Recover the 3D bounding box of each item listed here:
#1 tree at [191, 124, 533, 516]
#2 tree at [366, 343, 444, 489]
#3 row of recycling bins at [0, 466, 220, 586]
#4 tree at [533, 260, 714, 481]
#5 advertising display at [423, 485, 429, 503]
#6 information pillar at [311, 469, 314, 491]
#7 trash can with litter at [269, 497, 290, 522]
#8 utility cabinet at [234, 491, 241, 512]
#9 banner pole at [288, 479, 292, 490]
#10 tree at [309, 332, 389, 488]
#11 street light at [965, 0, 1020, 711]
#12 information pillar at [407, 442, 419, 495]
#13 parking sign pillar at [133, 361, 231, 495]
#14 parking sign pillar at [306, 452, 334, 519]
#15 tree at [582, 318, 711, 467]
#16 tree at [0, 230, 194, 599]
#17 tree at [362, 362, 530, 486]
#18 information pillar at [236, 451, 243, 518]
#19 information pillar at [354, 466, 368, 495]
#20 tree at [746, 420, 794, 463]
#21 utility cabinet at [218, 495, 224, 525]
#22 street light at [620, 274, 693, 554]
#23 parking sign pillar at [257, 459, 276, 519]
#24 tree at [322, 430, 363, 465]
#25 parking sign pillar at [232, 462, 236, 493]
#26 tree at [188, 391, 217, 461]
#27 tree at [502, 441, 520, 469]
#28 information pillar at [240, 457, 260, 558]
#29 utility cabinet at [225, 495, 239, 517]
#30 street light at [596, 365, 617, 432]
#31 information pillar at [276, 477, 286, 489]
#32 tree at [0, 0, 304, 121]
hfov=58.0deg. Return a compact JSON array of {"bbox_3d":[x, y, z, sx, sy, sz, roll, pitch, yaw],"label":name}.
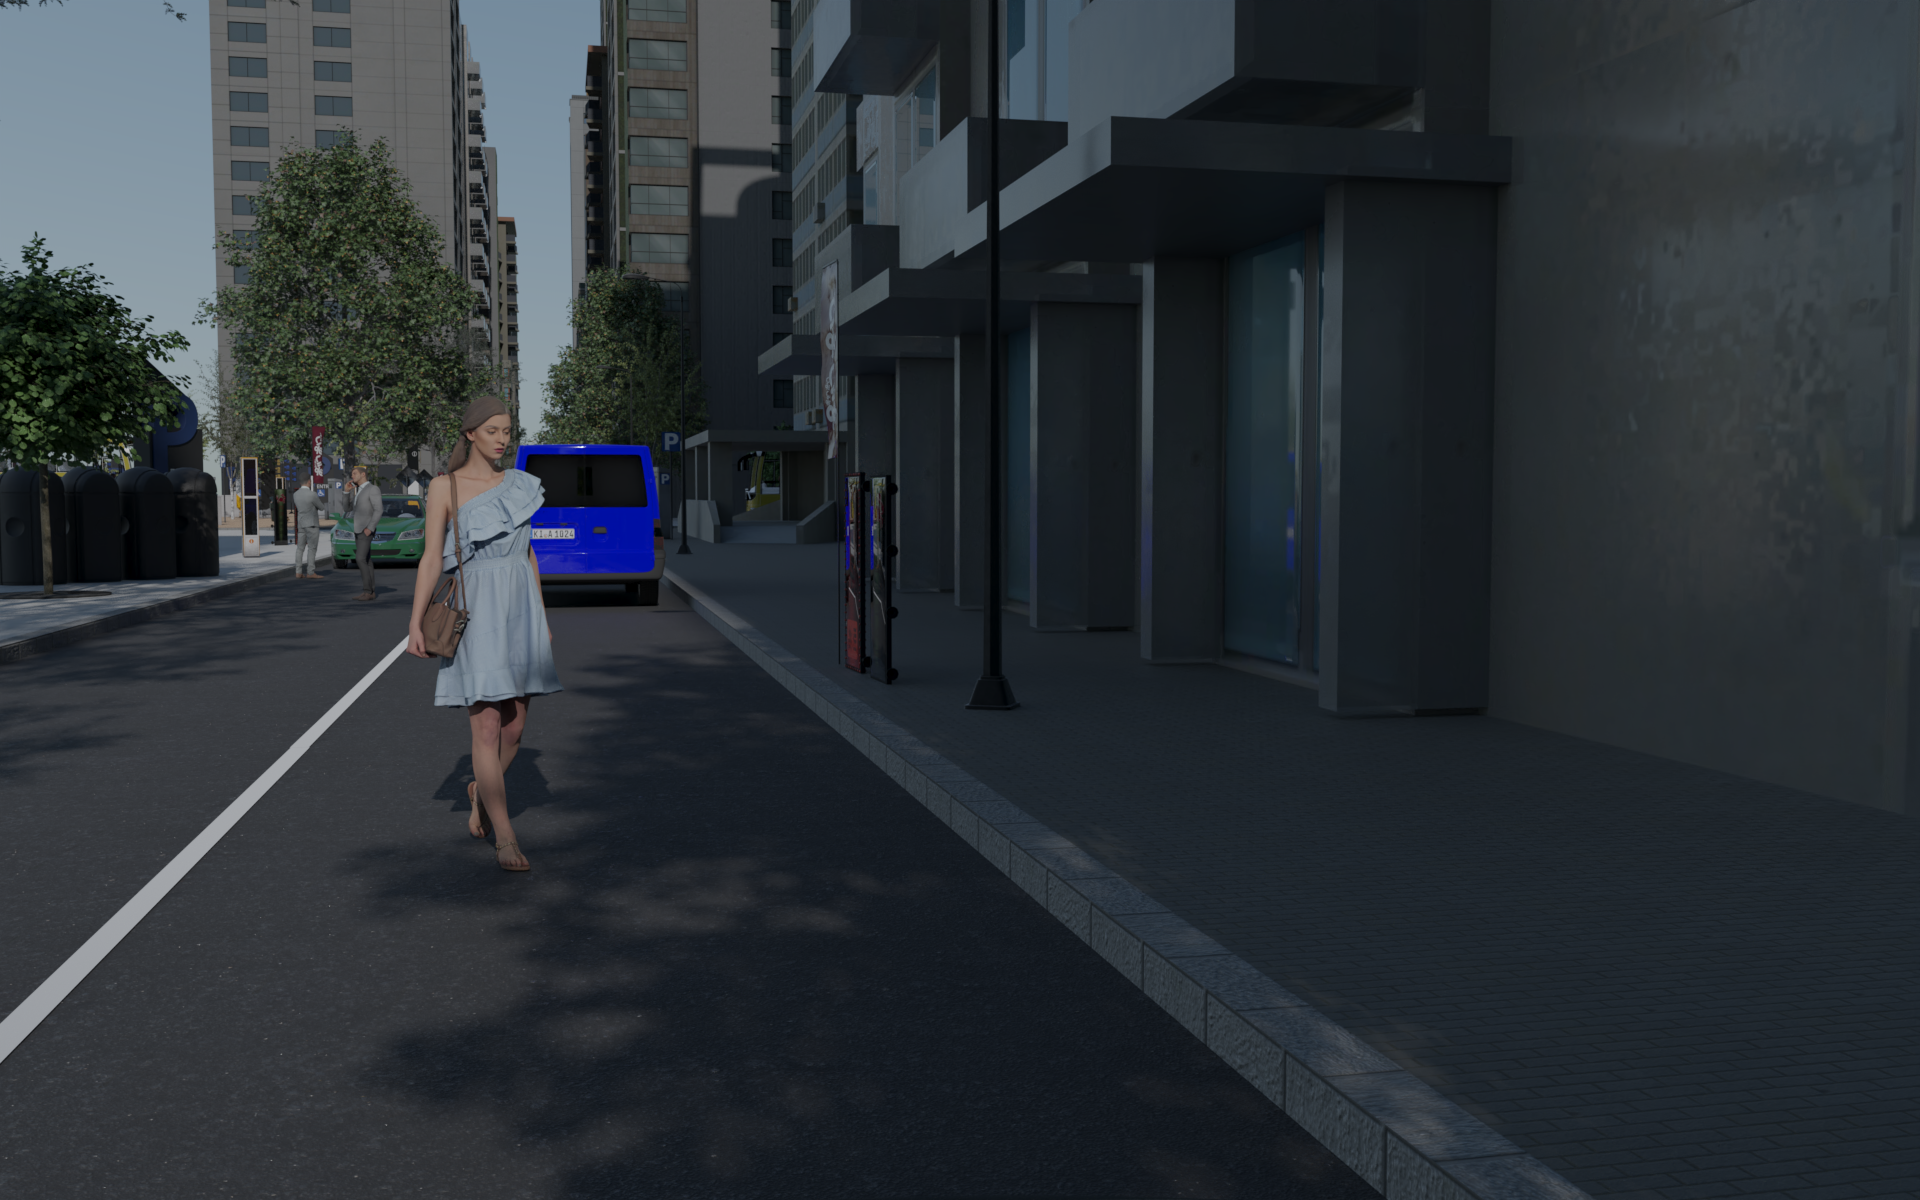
[{"bbox_3d":[-19.171,-8.392,54.220,9.611,12.733,9.660,0,3,0],"label":"tree"},{"bbox_3d":[-26.234,-8.108,82.932,4.360,8.622,3.978,0,3,0],"label":"tree"},{"bbox_3d":[-12.551,-1.140,25.754,1.069,1.692,3.534,2,4,25],"label":"row of recycling bins"},{"bbox_3d":[-16.449,-10.272,84.947,9.611,12.733,9.660,0,3,0],"label":"tree"},{"bbox_3d":[-27.945,-5.289,91.690,0.974,1.923,0.123,1,4,10],"label":"advertising display"},{"bbox_3d":[-29.679,-5.385,79.392,0.183,3.616,0.504,-1,4,-16],"label":"information pillar"},{"bbox_3d":[-31.590,-4.228,80.521,1.055,1.170,0.624,2,4,28],"label":"trash can with litter"},{"bbox_3d":[-49.370,-6.756,119.140,1.173,1.500,0.318,1,4,20],"label":"utility cabinet"},{"bbox_3d":[-49.898,-8.500,128.992,0.401,3.779,0.863,0,4,-2],"label":"banner pole"},{"bbox_3d":[-25.469,-7.441,72.019,4.737,8.622,4.395,0,3,0],"label":"tree"},{"bbox_3d":[-0.333,-2.299,10.122,1.470,5.913,1.316,-1,4,-13],"label":"street light"},{"bbox_3d":[-24.328,-5.245,77.106,0.504,3.616,0.183,0,4,-6],"label":"information pillar"},{"bbox_3d":[-15.018,-2.716,32.880,1.447,3.967,1.447,1,4,21],"label":"parking sign pillar"},{"bbox_3d":[-32.511,-6.088,88.009,1.447,3.967,1.447,-2,4,-25],"label":"parking sign pillar"},{"bbox_3d":[-12.981,-7.543,73.689,4.737,8.622,4.395,0,3,0],"label":"tree"},{"bbox_3d":[-11.550,-2.323,21.695,4.285,4.588,4.351,0,3,0],"label":"tree"},{"bbox_3d":[-32.760,-10.941,113.303,8.767,10.594,7.601,1,4,18],"label":"tree"},{"bbox_3d":[-39.145,-6.292,94.231,0.504,3.616,0.183,1,4,9],"label":"information pillar"},{"bbox_3d":[-15.912,-2.544,46.086,0.304,2.012,0.304,-1,4,-9],"label":"information pillar"},{"bbox_3d":[-7.808,-5.693,76.797,4.285,4.588,4.351,0,3,0],"label":"tree"},{"bbox_3d":[-31.107,-3.702,71.686,0.306,1.237,1.020,2,4,35],"label":"utility cabinet"},{"bbox_3d":[-6.426,-3.928,36.758,1.470,5.913,1.316,-1,4,-13],"label":"street light"},{"bbox_3d":[-36.595,-6.282,91.189,1.447,3.967,1.447,1,4,12],"label":"parking sign pillar"},{"bbox_3d":[-42.277,-11.635,124.651,8.767,10.594,7.601,-1,4,-11],"label":"tree"},{"bbox_3d":[-51.894,-8.280,123.850,1.447,3.967,1.447,2,4,33],"label":"parking sign pillar"},{"bbox_3d":[-53.680,-10.355,119.663,4.737,8.622,4.395,0,3,0],"label":"tree"},{"bbox_3d":[-54.335,-15.835,209.264,4.360,8.622,3.978,0,3,0],"label":"tree"},{"bbox_3d":[-14.288,-1.856,34.845,0.304,2.012,0.304,-2,4,-28],"label":"information pillar"},{"bbox_3d":[-41.164,-5.284,97.548,1.020,1.237,0.306,-2,4,-26],"label":"utility cabinet"},{"bbox_3d":[-12.452,-5.521,62.807,1.470,5.913,1.316,-1,4,-13],"label":"street light"},{"bbox_3d":[-29.605,-4.346,75.554,0.304,2.012,0.304,0,4,1],"label":"information pillar"},{"bbox_3d":[-8.672,-6.031,8.972,12.009,13.543,11.850,0,3,0],"label":"tree"}]
